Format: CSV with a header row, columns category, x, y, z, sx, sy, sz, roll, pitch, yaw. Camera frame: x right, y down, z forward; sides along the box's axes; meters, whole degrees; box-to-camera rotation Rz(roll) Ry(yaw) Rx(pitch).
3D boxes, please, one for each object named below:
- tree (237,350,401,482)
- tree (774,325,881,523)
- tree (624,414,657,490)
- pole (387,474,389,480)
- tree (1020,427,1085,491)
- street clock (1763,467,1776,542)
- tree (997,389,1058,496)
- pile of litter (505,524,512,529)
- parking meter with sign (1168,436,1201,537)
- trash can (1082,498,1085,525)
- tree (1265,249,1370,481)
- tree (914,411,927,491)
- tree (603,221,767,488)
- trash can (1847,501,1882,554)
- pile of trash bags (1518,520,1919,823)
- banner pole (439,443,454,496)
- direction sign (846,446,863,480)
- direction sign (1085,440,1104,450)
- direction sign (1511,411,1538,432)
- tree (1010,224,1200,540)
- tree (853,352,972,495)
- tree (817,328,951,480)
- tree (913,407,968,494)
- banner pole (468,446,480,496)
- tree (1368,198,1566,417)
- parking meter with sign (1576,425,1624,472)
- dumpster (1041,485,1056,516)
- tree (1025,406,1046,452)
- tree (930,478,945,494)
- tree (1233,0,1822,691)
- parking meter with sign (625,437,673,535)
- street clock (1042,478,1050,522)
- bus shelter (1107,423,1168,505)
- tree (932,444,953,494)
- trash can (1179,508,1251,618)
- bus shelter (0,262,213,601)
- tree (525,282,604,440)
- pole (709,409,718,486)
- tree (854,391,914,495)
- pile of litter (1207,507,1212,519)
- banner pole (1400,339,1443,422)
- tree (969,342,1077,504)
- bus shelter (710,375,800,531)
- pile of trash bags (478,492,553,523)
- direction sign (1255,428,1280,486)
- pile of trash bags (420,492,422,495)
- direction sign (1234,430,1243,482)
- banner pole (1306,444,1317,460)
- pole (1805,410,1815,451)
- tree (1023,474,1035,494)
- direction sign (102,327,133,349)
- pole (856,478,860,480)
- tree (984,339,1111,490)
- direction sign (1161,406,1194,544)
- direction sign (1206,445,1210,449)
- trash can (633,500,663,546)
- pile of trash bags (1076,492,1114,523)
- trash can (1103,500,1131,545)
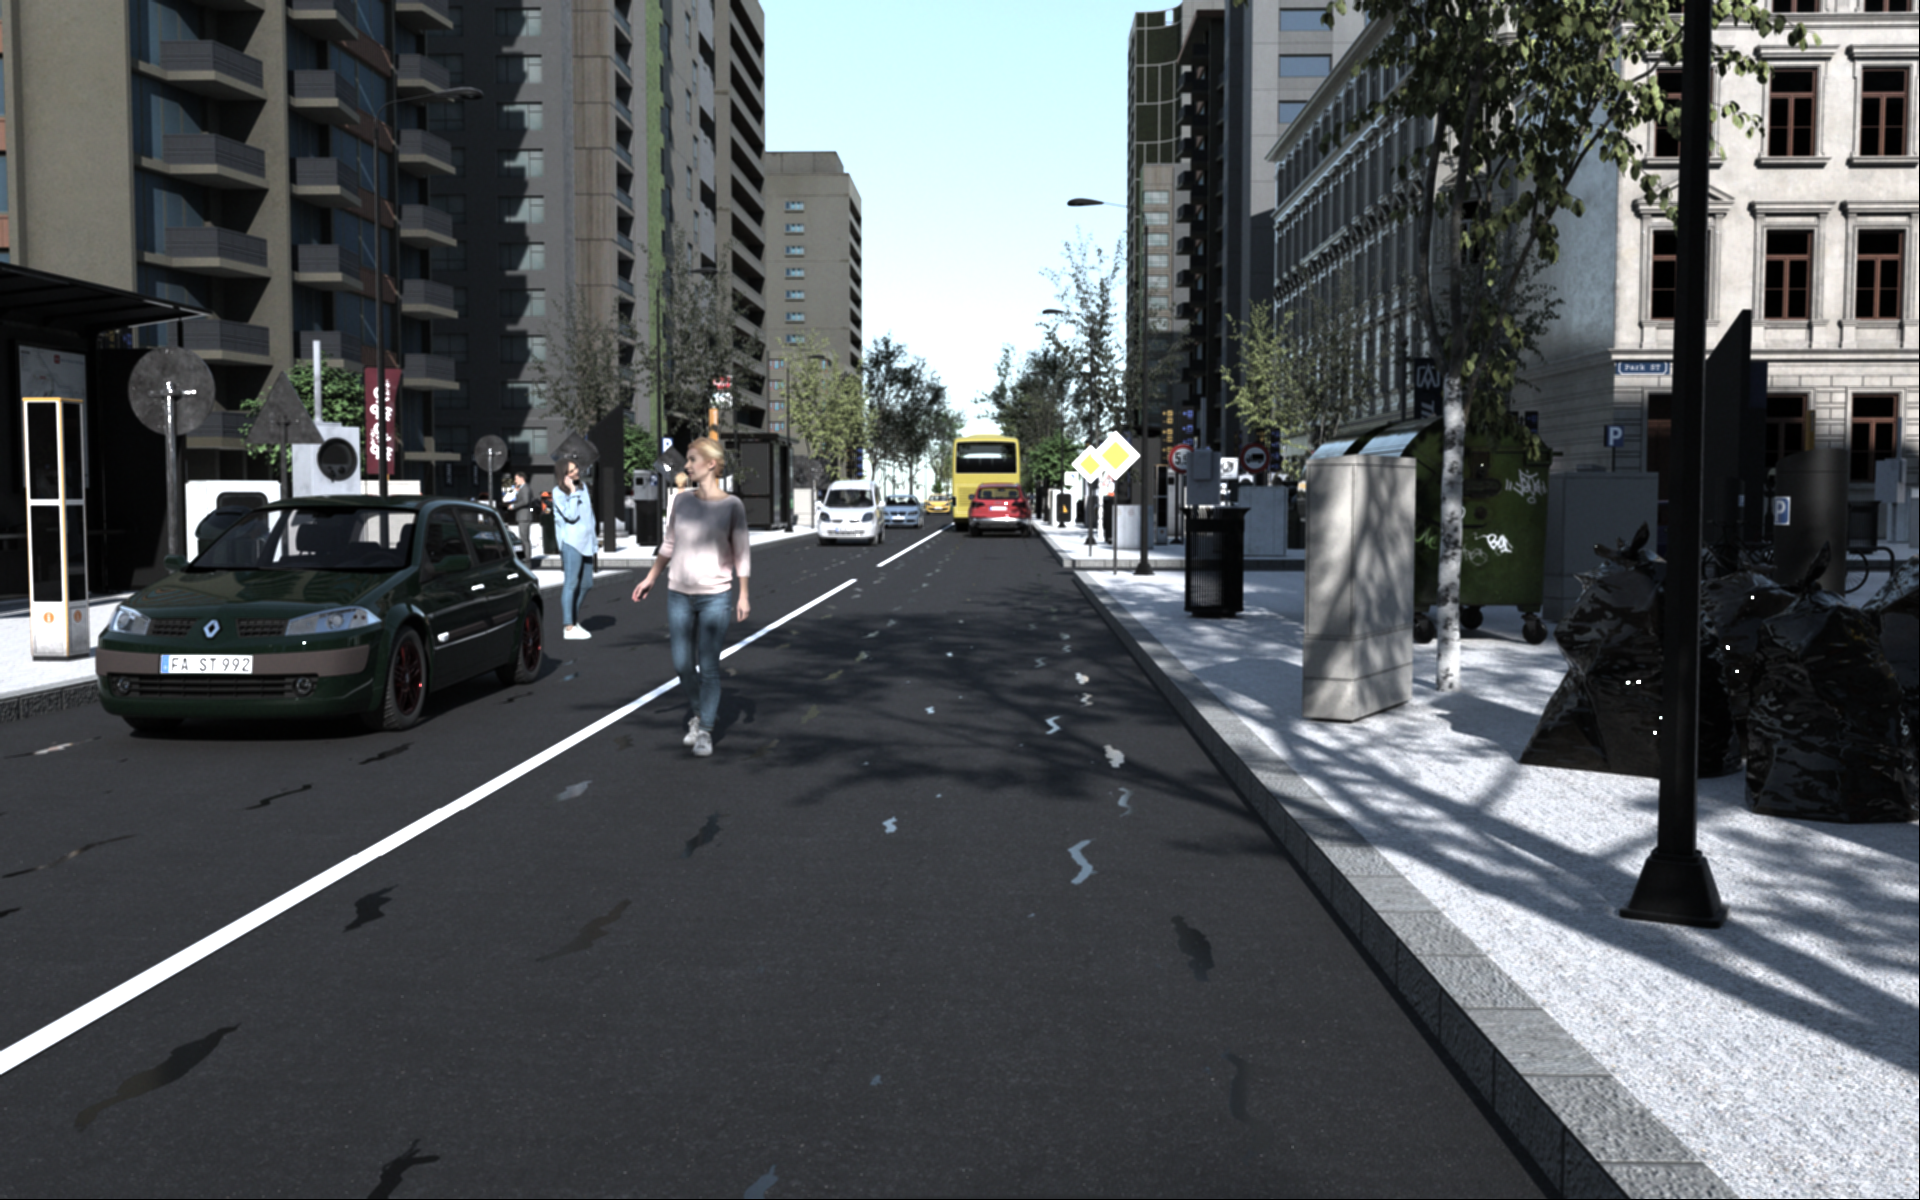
category,x,y,z,sx,sy,sz,roll,pitch,yaw
tree,-14.123,-3.357,38.601,4.285,4.588,4.351,0,3,0
tree,-6.261,-7.657,75.550,4.737,8.622,4.395,0,3,0
tree,-13.765,-5.368,71.473,4.285,4.588,4.351,0,3,0
pole,-11.950,-2.579,36.007,0.158,3.312,0.155,0,3,0
tree,4.872,-6.159,84.417,4.285,4.588,4.351,0,3,0
street clock,21.887,-2.584,46.816,0.471,2.002,0.358,-2,4,-24
tree,7.121,-15.857,177.395,7.486,12.596,7.792,0,3,0
pile of litter,-17.194,-2.993,62.908,1.719,0.858,1.176,0,4,-4
parking meter with sign,6.334,-3.426,52.279,1.738,3.016,0.543,0,4,-6
trash can,5.197,-3.491,68.731,0.748,1.137,0.748,0,3,0
tree,11.246,-6.281,53.054,4.360,8.622,3.978,0,3,0
tree,-4.158,-10.801,126.962,4.360,8.622,3.978,0,3,0
tree,-7.020,-5.886,46.593,4.360,8.622,3.978,0,3,0
trash can,19.265,-1.550,37.001,0.748,1.137,0.748,0,3,0
pile of trash bags,4.004,0.152,7.274,1.912,1.369,3.447,-1,4,-20
banner pole,-25.104,-5.784,84.578,0.863,3.779,0.401,-2,4,-33
direction sign,-4.984,-5.503,81.974,0.876,3.537,0.379,2,4,27
direction sign,5.642,-4.943,72.810,0.876,3.537,0.379,-2,4,-24
direction sign,15.334,-3.388,47.386,0.876,3.537,0.379,0,4,3
tree,4.106,-5.955,47.722,4.360,8.622,3.978,0,3,0
tree,-4.149,-14.594,148.977,12.009,13.543,11.850,0,3,0
tree,-4.832,-9.982,97.621,7.601,10.594,8.767,2,4,34
tree,-2.557,-16.943,202.766,9.928,11.665,9.643,0,3,0
banner pole,-25.315,-6.119,90.065,0.401,3.779,0.863,3,5,41
tree,12.786,-5.631,42.429,4.360,8.622,3.978,0,3,0
parking meter with sign,16.335,-2.969,44.808,0.543,3.016,1.738,-1,4,-19
dumpster,5.028,-5.641,97.984,1.264,1.857,1.865,0,4,1
tree,6.808,-11.382,136.463,4.737,8.622,4.395,0,3,0
tree,-2.288,-11.831,188.037,1.663,3.219,1.824,0,3,0
tree,3.431,-3.711,11.041,4.737,8.622,4.395,0,3,0
parking meter with sign,-9.772,-3.525,53.889,1.738,3.016,0.543,2,4,30
street clock,3.968,-4.600,79.785,0.358,2.002,0.471,1,4,17
bus shelter,6.167,-4.213,60.169,1.731,3.624,6.357,0,4,1
tree,-2.113,-18.381,250.897,4.737,8.622,4.395,0,3,0
trash can,2.653,-0.393,18.071,0.748,1.137,0.748,0,3,0
bus shelter,-10.507,-1.709,19.227,1.731,3.624,6.357,0,4,2
tree,-12.700,-6.685,59.665,4.360,8.622,3.978,0,3,0
pole,-5.885,-2.910,41.416,0.158,3.312,0.155,0,3,0
tree,-5.314,-10.101,115.521,4.360,8.622,3.978,0,3,0
pile of litter,8.144,-2.751,58.948,1.176,0.858,1.719,0,4,5
banner pole,7.388,-2.322,27.983,0.863,3.779,0.401,0,4,3
tree,8.058,-22.061,216.578,12.611,20.169,13.585,0,3,0
bus shelter,-7.246,-5.094,60.911,2.179,5.291,8.768,0,4,2
pile of trash bags,-22.385,-4.690,86.432,3.447,1.369,1.912,0,4,8
direction sign,10.476,-4.102,59.057,0.876,3.537,0.379,-1,4,-9
pile of trash bags,-16.812,-2.735,54.462,1.912,1.369,3.447,-2,4,-30
direction sign,9.950,-4.281,61.985,0.379,3.537,0.876,-1,4,-9
banner pole,17.567,-5.906,86.588,0.401,3.779,0.863,-3,4,-37
pole,20.653,-2.954,42.147,0.158,3.312,0.155,0,3,0
tree,6.183,-9.809,154.973,1.663,3.219,1.824,0,3,0
direction sign,-11.106,-1.892,22.926,0.379,3.537,0.876,0,4,-3
pole,-6.355,-6.985,108.042,0.158,3.312,0.155,0,3,0
tree,5.852,-10.381,104.147,7.601,10.594,8.767,3,5,40
direction sign,5.581,-3.214,44.542,0.876,3.537,0.379,-1,4,-11
direction sign,11.001,-5.333,79.194,0.876,3.537,0.379,0,4,-5
trash can,-7.665,-1.895,42.635,0.748,1.137,0.748,0,3,0
pile of trash bags,6.285,-4.188,78.225,1.912,1.369,3.447,2,4,29
trash can,3.986,-1.979,44.016,0.748,1.137,0.748,0,3,0
